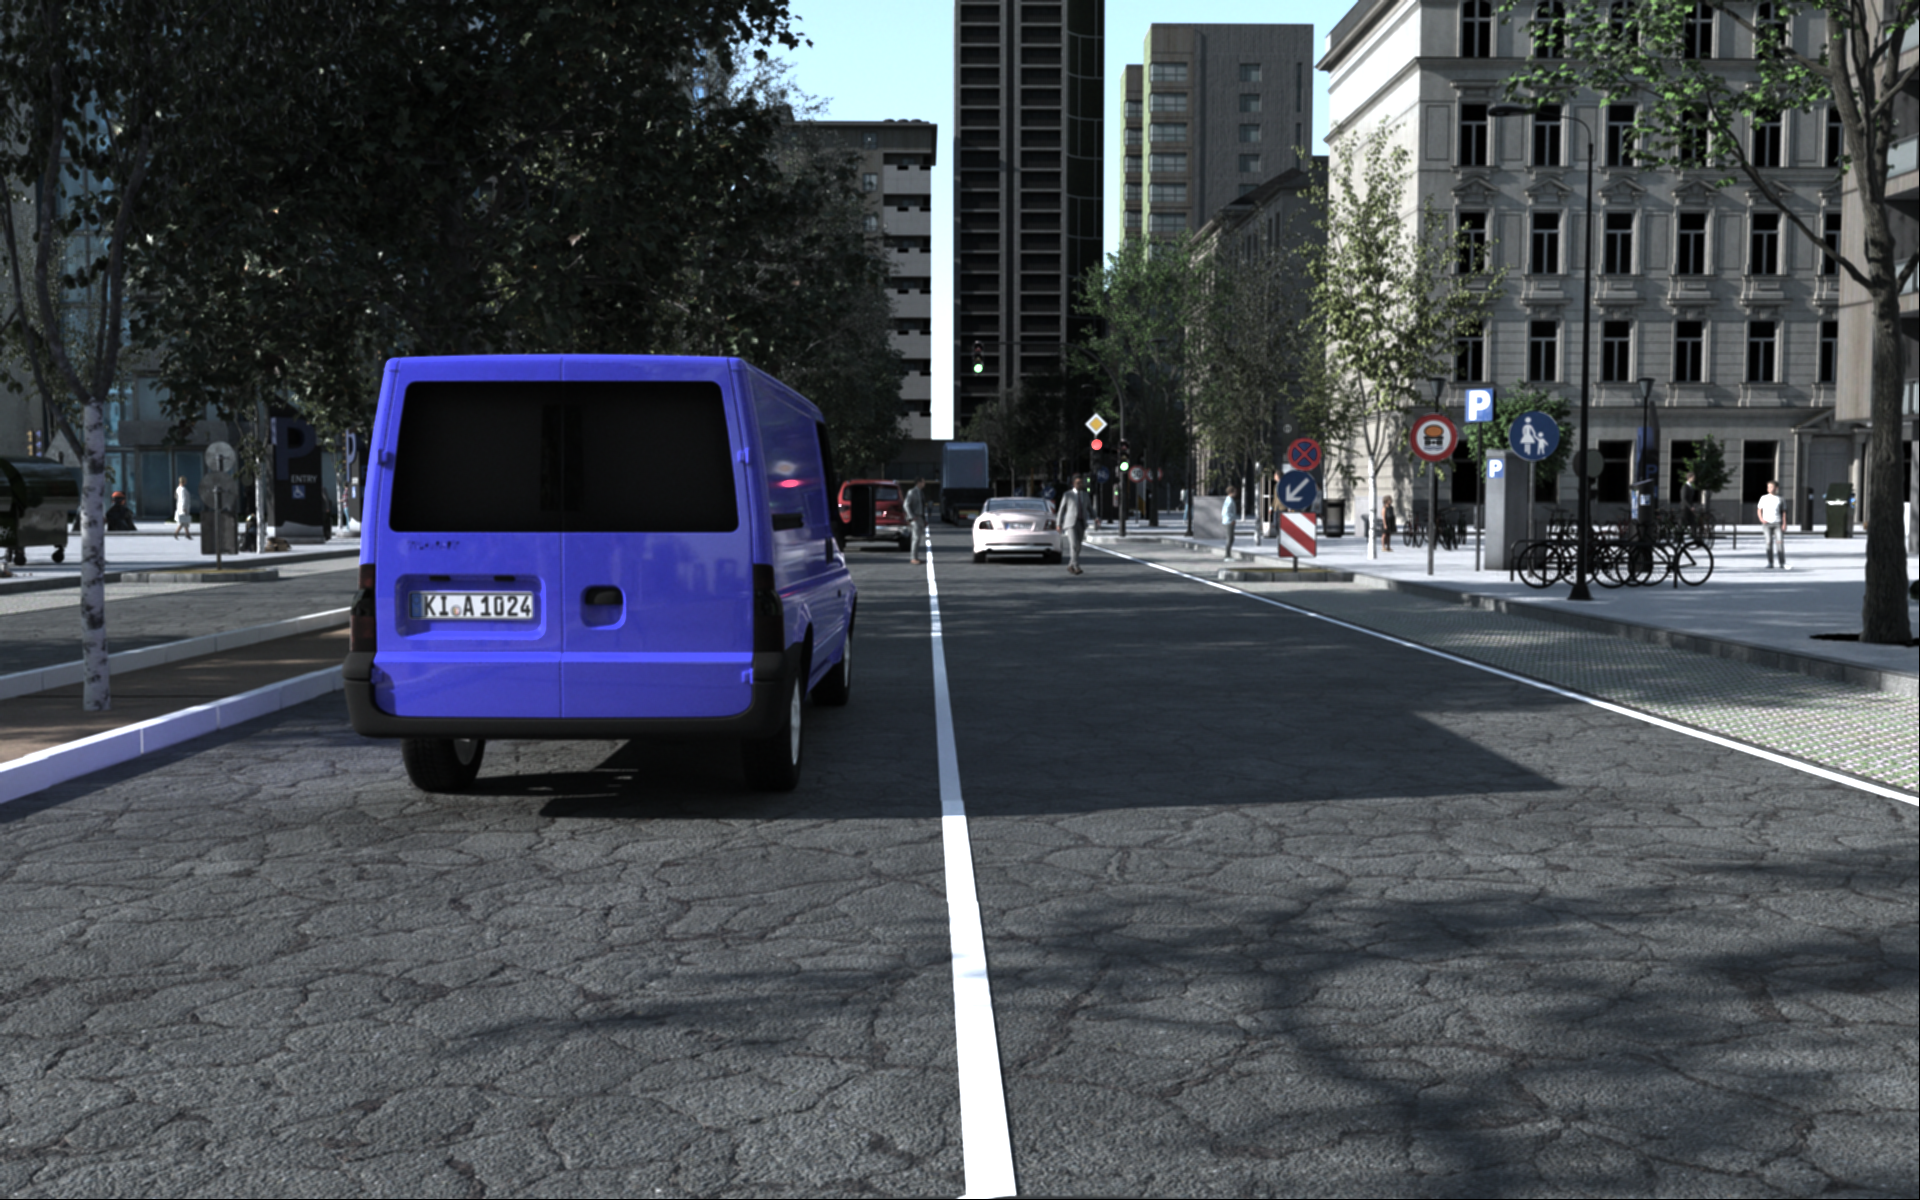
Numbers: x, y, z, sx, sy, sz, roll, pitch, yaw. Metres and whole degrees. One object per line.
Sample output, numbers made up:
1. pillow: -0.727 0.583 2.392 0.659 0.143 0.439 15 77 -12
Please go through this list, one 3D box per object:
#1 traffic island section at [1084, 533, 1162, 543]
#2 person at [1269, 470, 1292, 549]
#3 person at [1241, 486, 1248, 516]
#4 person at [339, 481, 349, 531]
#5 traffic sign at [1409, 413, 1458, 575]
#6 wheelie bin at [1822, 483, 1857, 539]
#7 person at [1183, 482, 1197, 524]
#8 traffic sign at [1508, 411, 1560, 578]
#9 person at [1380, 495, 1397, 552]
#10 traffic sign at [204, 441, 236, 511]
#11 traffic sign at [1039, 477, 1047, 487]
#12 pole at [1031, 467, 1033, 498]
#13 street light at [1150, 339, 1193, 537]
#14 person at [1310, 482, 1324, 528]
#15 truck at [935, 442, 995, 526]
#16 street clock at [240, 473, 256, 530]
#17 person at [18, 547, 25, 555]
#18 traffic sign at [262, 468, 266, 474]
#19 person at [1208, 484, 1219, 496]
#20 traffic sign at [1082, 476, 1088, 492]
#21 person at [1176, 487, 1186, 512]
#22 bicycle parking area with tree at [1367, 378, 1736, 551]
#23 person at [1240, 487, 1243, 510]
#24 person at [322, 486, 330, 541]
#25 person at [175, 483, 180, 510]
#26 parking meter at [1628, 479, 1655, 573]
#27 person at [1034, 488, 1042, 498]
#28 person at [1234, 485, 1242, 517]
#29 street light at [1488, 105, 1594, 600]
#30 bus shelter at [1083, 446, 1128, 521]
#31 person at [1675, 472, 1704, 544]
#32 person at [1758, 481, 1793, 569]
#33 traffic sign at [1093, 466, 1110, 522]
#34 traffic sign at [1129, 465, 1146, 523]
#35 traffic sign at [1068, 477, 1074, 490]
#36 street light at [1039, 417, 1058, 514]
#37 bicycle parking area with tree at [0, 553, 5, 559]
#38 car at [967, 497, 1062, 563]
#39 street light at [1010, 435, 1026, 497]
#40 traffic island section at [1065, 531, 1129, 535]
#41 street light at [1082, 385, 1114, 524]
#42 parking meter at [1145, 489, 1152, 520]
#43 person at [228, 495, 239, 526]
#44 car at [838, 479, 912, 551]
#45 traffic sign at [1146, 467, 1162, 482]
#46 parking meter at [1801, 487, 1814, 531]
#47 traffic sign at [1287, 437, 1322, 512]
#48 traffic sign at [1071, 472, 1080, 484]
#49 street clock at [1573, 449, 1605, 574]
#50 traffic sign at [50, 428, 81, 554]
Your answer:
1. traffic island section: 4.884 -1.817 51.988 2.009 0.180 2.903 0 4 -1
2. person: 7.481 -2.104 40.359 0.656 1.842 0.836 2 4 29
3. person: 16.550 -5.725 100.213 0.524 1.755 0.480 3 5 41
4. person: -20.788 -3.189 59.026 0.643 1.720 0.563 1 4 10
5. traffic sign: 7.456 -1.667 27.364 0.768 2.556 0.104 0 4 0
6. wheelie bin: 25.459 -2.582 50.121 0.693 1.594 0.980 -3 5 -41
7. person: 9.730 -4.082 73.135 0.623 1.781 0.721 1 4 12
8. traffic sign: 8.766 -1.616 26.535 0.768 2.556 0.104 0 4 5
9. person: 9.579 -1.708 38.642 0.362 1.253 0.373 -2 4 -28
10. traffic sign: -17.881 -2.554 41.856 0.768 2.556 0.104 0 4 4
11. traffic sign: 6.604 -8.269 135.209 0.884 2.594 0.081 0 4 6
12. pole: 5.489 -8.457 132.116 0.158 3.312 0.155 0 3 0
13. street light: 6.361 -4.853 51.892 1.470 5.913 1.316 0 4 -1
14. person: 13.423 -3.558 64.959 0.466 1.731 0.760 3 4 37
15. truck: 0.583 -5.782 84.298 2.967 4.110 18.799 0 4 -3
16. street clock: -24.272 -3.337 59.126 0.471 2.002 0.358 0 4 4
17. person: -19.818 -1.854 36.464 0.694 1.812 0.767 0 4 -7
18. traffic sign: -18.586 -2.889 47.233 0.884 2.594 0.081 0 4 2
19. person: 13.968 -5.506 95.846 0.659 1.850 0.755 3 5 44
20. traffic sign: 8.377 -7.057 115.482 0.768 2.556 0.104 1 4 8
21. person: 16.239 -7.380 126.555 0.795 1.843 0.661 0 4 -4
22. bicycle parking area with tree: 14.330 -3.407 42.710 8.231 4.147 9.016 1 4 12
23. person: 16.972 -5.929 103.737 0.466 1.731 0.760 0 4 -6
24. person: -17.398 -2.470 46.819 0.661 1.777 0.834 1 4 22
25. person: -30.979 -3.818 69.012 0.362 1.759 0.519 2 4 31
26. parking meter: 11.177 -1.224 28.417 0.372 1.533 0.369 0 3 0
27. person: 7.536 -9.513 161.561 1.348 1.826 0.705 2 4 29
28. person: 15.830 -5.668 98.693 0.573 1.828 0.580 2 4 26
29. street light: 7.004 -2.956 20.870 1.470 5.913 1.316 0 4 -1
30. bus shelter: 7.315 -5.852 86.965 1.731 3.624 6.357 0 4 -1
31. person: 18.905 -2.388 44.856 0.755 1.850 0.659 3 5 41
32. person: 14.003 -1.290 29.735 0.503 1.515 0.523 0 4 -6
33. traffic sign: 6.396 -4.791 78.445 0.768 2.556 0.104 0 4 7
34. traffic sign: 7.793 -4.655 76.213 0.768 2.556 0.104 0 4 4
35. traffic sign: 6.673 -6.135 102.435 0.606 2.300 0.079 0 4 -1
36. street light: 5.291 -8.042 104.030 1.470 5.913 1.316 0 4 -1
37. bicycle parking area with tree: -22.774 -2.689 30.972 8.231 4.147 9.016 2 4 25
38. car: 1.194 -1.519 37.203 2.083 1.381 4.827 0 4 0
39. street light: 4.589 -9.932 134.922 1.470 5.913 1.316 0 4 -1
40. traffic island section: 4.718 -2.305 59.972 2.009 0.180 2.903 0 4 -1
41. street light: 5.881 -6.194 73.816 1.470 5.913 1.316 0 4 -1
42. parking meter: 9.378 -4.731 85.763 0.372 1.533 0.369 0 3 0
43. person: -29.332 -3.920 69.936 0.447 1.846 0.655 0 4 1
44. car: -2.282 -2.205 44.724 2.281 1.827 5.304 0 4 -2
45. traffic sign: 8.687 -4.747 77.713 0.768 2.556 0.104 0 4 7
46. parking meter: 29.277 -3.145 59.835 0.372 1.533 0.369 0 3 0
47. traffic sign: 7.694 -2.365 38.775 0.768 2.556 0.104 0 4 4
48. traffic sign: 6.854 -6.246 102.225 0.768 2.556 0.104 0 4 8
49. street clock: 10.094 -1.424 27.854 0.471 2.002 0.358 -2 4 -25
50. traffic sign: -17.822 -2.098 34.311 0.884 2.594 0.081 0 4 2
